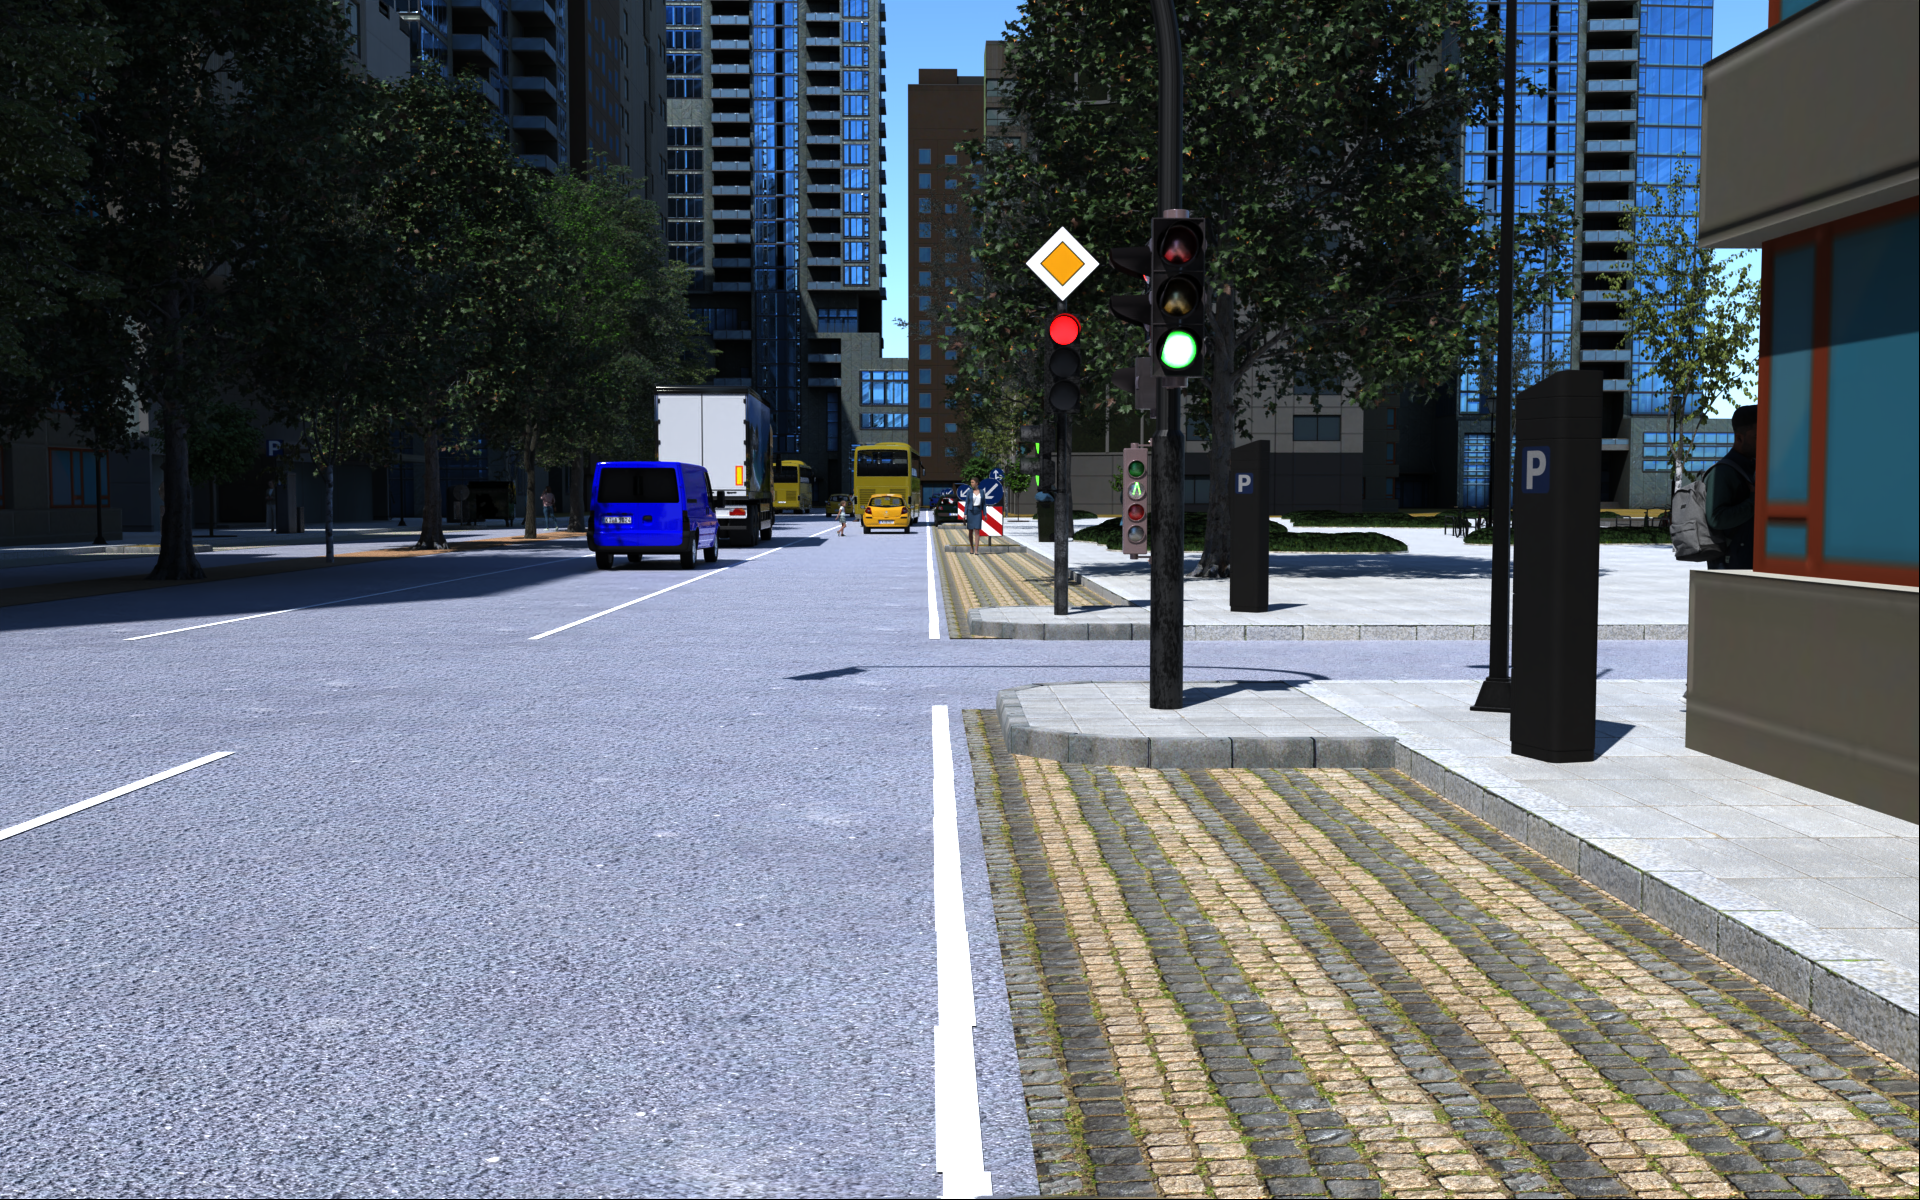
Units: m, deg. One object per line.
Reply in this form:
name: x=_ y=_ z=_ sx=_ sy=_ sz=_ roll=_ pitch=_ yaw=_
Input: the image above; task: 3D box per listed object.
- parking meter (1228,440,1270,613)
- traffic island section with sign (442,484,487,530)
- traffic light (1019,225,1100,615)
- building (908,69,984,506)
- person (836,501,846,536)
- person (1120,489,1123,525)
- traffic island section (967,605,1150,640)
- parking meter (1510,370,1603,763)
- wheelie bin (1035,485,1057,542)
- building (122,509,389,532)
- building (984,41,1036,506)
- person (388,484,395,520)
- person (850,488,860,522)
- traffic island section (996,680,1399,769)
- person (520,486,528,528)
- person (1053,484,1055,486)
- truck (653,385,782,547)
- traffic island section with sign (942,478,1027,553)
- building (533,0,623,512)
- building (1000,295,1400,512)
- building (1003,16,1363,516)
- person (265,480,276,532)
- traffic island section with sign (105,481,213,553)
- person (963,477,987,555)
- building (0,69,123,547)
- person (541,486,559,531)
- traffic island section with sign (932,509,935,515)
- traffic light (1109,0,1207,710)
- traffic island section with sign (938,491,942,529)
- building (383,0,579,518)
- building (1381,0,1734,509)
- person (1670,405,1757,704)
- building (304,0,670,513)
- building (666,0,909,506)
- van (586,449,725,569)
parking meter: x=3.145 y=-0.804 z=18.861 sx=0.399 sy=1.863 sz=0.255 roll=3 pitch=5 yaw=41
traffic island section with sign: x=-20.122 y=-3.727 z=69.567 sx=1.989 sy=1.847 sz=2.006 roll=0 pitch=4 yaw=-1
traffic light: x=1.056 y=-1.796 z=18.293 sx=0.839 sy=4.253 sz=0.868 roll=0 pitch=4 yaw=-1
building: x=1.614 y=-32.783 z=186.119 sx=14.200 sy=45.320 sz=14.600 roll=0 pitch=4 yaw=-1
person: x=-4.026 y=-2.762 z=58.680 sx=0.382 sy=1.210 sz=0.505 roll=0 pitch=4 yaw=0
person: x=5.090 y=-2.801 z=52.184 sx=0.623 sy=1.781 sz=0.721 roll=2 pitch=4 yaw=24
traffic island section: x=1.096 y=0.237 z=18.408 sx=2.009 sy=0.180 sz=2.903 roll=0 pitch=4 yaw=-1
parking meter: x=2.885 y=-0.165 z=8.404 sx=0.255 sy=1.863 sz=0.399 roll=-1 pitch=4 yaw=-16
wheelie bin: x=2.385 y=-2.353 z=46.378 sx=0.693 sy=1.594 sz=0.980 roll=1 pitch=4 yaw=15
building: x=-38.679 y=-29.345 z=69.037 sx=28.713 sy=52.752 sz=27.495 roll=0 pitch=4 yaw=-1
building: x=9.160 y=-29.158 z=160.323 sx=14.154 sy=41.232 sz=14.086 roll=0 pitch=4 yaw=-1
person: x=-28.291 y=-4.854 z=85.828 sx=0.534 sy=1.772 sz=0.576 roll=0 pitch=4 yaw=6
person: x=-5.462 y=-4.974 z=90.008 sx=0.466 sy=1.800 sz=0.511 roll=1 pitch=4 yaw=11
traffic island section: x=1.252 y=0.725 z=10.424 sx=2.009 sy=0.180 sz=2.903 roll=0 pitch=4 yaw=-1
person: x=-18.399 y=-3.981 z=73.601 sx=0.620 sy=1.820 sz=0.660 roll=-1 pitch=4 yaw=-12
person: x=5.035 y=-5.325 z=93.124 sx=0.581 sy=1.822 sz=0.654 roll=2 pitch=4 yaw=25
truck: x=-6.882 y=-3.754 z=50.294 sx=2.839 sy=4.237 sz=11.283 roll=0 pitch=4 yaw=-2
traffic island section with sign: x=0.613 y=-2.102 z=43.002 sx=1.989 sy=1.847 sz=2.006 roll=0 pitch=4 yaw=-1
building: x=-33.631 y=-29.379 z=130.453 sx=14.600 sy=45.320 sz=14.200 roll=0 pitch=4 yaw=-1
building: x=17.539 y=-17.952 z=138.549 sx=27.650 sy=21.520 sz=28.899 roll=0 pitch=4 yaw=-1
building: x=13.534 y=-41.146 z=110.996 sx=20.563 sy=71.187 sz=20.611 roll=0 pitch=4 yaw=-1
person: x=-23.061 y=-3.147 z=58.039 sx=0.519 sy=1.759 sz=0.362 roll=1 pitch=4 yaw=8
traffic island section with sign: x=-19.598 y=-2.079 z=42.617 sx=1.989 sy=1.847 sz=2.006 roll=0 pitch=4 yaw=-1
person: x=0.363 y=-1.971 z=40.756 sx=0.581 sy=1.822 sz=0.654 roll=0 pitch=4 yaw=8
building: x=-36.976 y=-11.504 z=33.129 sx=27.650 sy=21.520 sz=28.899 roll=0 pitch=4 yaw=-1
person: x=-16.047 y=-3.595 z=67.869 sx=0.643 sy=1.750 sz=0.593 roll=3 pitch=5 yaw=44
traffic island section with sign: x=-0.893 y=-6.832 z=120.330 sx=1.989 sy=1.847 sz=2.006 roll=0 pitch=4 yaw=-1
traffic light: x=-0.878 y=-2.169 z=10.127 sx=4.771 sy=5.953 sz=1.251 roll=0 pitch=4 yaw=-1
traffic island section with sign: x=0.079 y=-3.793 z=70.641 sx=1.989 sy=1.847 sz=2.006 roll=0 pitch=4 yaw=-1
building: x=-36.038 y=-48.557 z=106.586 sx=22.319 sy=86.520 sz=31.000 roll=0 pitch=4 yaw=-1
building: x=52.600 y=-51.548 z=155.475 sx=31.000 sy=86.520 sz=22.319 roll=0 pitch=4 yaw=-1
person: x=4.418 y=-0.210 z=9.831 sx=0.721 sy=1.781 sz=0.623 roll=2 pitch=4 yaw=27
building: x=-40.520 y=-34.399 z=151.656 sx=27.495 sy=52.752 sz=28.713 roll=0 pitch=4 yaw=-1
building: x=-21.110 y=-53.550 z=188.211 sx=31.000 sy=86.520 sz=22.319 roll=0 pitch=4 yaw=-1
van: x=-6.034 y=-1.858 z=34.766 sx=2.240 sy=2.365 sz=5.245 roll=0 pitch=4 yaw=-1
